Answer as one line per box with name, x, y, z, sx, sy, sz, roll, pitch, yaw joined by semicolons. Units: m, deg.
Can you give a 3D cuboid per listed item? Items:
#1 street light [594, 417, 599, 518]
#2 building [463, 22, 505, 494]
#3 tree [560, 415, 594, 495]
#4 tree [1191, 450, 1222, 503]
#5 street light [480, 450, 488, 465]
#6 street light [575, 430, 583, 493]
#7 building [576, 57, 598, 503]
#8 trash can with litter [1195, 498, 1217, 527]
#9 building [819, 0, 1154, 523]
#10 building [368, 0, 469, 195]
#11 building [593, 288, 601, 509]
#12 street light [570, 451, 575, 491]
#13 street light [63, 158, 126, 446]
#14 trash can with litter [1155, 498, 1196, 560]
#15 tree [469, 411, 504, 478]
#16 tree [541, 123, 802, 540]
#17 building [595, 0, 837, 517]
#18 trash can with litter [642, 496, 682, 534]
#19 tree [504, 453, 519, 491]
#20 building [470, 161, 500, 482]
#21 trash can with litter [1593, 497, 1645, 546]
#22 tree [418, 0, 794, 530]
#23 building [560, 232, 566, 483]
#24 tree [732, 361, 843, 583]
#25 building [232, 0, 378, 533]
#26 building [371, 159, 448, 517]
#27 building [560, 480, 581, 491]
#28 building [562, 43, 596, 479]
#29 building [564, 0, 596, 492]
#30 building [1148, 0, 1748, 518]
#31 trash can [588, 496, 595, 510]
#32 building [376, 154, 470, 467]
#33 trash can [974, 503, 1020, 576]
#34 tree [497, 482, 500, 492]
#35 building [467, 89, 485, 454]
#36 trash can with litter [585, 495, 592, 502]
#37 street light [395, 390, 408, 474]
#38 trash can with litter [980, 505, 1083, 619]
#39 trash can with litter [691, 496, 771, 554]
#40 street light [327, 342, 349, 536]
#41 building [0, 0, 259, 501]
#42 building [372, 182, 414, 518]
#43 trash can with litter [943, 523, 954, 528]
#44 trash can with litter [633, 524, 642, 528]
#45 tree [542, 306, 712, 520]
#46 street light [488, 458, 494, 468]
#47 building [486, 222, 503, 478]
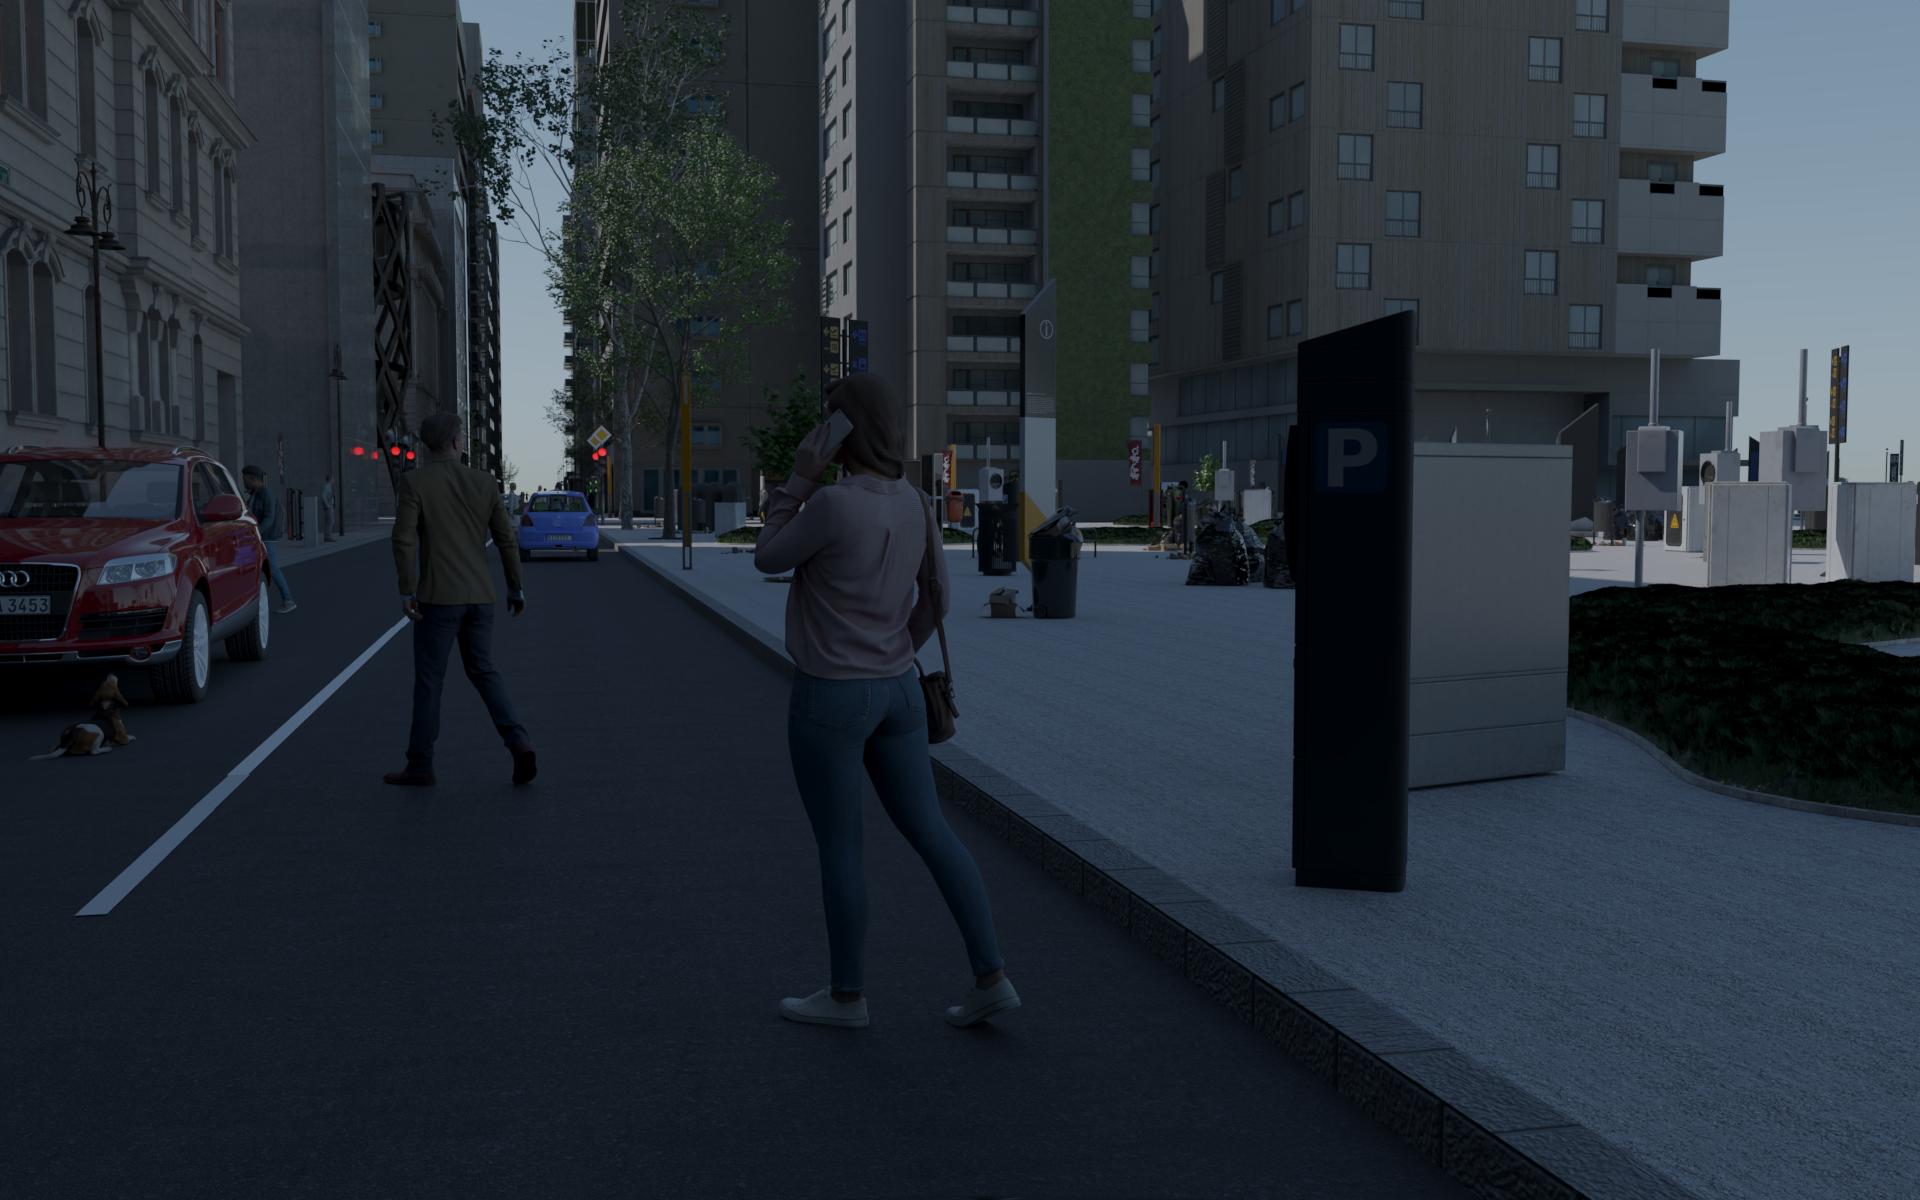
street light;-19.647;-7.393;93.658;0.468;5.910;1.993;-1;4;-14
building;-81.384;-50.674;266.769;20.563;71.187;20.611;-1;4;-14
tree;-33.952;-12.616;156.630;4.360;8.622;3.978;0;3;0
tree;10.995;-4.942;75.395;1.663;3.219;1.824;0;3;0
street light;-49.855;-12.714;180.653;0.468;5.910;1.993;-1;4;-14
street light;-26.686;-9.136;122.160;0.468;5.910;1.993;-1;4;-14
building;-29.631;-29.578;167.200;14.154;41.232;14.086;-1;4;-14
trash can with litter;7.318;-2.560;53.248;1.055;1.170;0.624;-1;4;-22
building;0.820;-24.662;86.820;14.086;41.232;14.154;-1;4;-14
building;-55.839;-32.597;156.670;21.300;48.544;21.600;-1;4;-14
building;-15.425;-18.120;141.307;27.650;21.520;28.899;-1;4;-14
street light;-33.462;-10.885;150.754;0.468;5.910;1.993;-1;4;-14
street light;-12.060;-3.149;24.278;0.468;5.910;1.993;-1;4;-14
trash can with litter;4.746;-1.438;34.572;1.678;1.210;2.233;1;4;20
tree;-41.781;-11.951;145.759;4.737;8.622;4.395;0;3;0
tree;-8.059;-7.515;48.618;9.928;11.665;9.643;0;3;0
building;-11.066;-29.516;106.296;21.300;48.544;21.600;-1;4;-14
trash can with litter;-8.909;-2.764;56.246;2.233;1.210;1.678;-2;4;-26
tree;-79.917;-21.678;304.797;4.737;8.622;4.395;0;3;0
building;-77.086;-38.068;242.026;23.786;49.044;30.456;-1;4;-14
trash can with litter;15.824;-1.976;43.364;1.678;1.210;2.233;-2;4;-35
tree;-12.105;-12.494;60.171;12.611;20.169;13.585;0;3;0
building;-50.504;-39.807;270.445;23.786;49.044;30.456;-1;4;-14
tree;-2.245;-1.880;25.336;1.663;3.219;1.824;0;3;0
building;-31.344;-14.792;59.873;19.932;24.808;12.078;-1;4;-14
building;-39.456;-16.306;108.402;13.314;21.916;24.055;-1;4;-14
building;-53.051;-37.101;298.478;32.217;40.220;23.993;-1;4;-14
building;-30.771;-34.867;189.679;23.786;49.044;30.456;-1;4;-14
building;-45.856;-49.322;244.672;20.563;71.187;20.611;-1;4;-14
building;26.821;-31.326;101.420;27.495;52.752;28.713;-1;4;-14
trash can;-28.535;-7.499;134.268;0.748;1.137;0.748;0;3;0
building;-43.576;-19.084;130.051;12.078;24.808;19.932;-1;4;-14
trash can;0.589;-0.957;27.296;0.748;1.137;0.748;0;3;0
tree;-60.412;-14.084;224.871;1.663;3.219;1.824;0;3;0
building;-61.882;-32.241;181.764;22.147;44.769;28.867;-1;4;-14
trash can with litter;-29.881;-7.801;138.933;0.624;1.170;1.055;0;4;1
street light;-24.708;-6.358;76.748;0.468;5.910;1.993;-1;4;-14
trash can with litter;0.736;-0.398;17.899;1.055;1.170;0.624;0;4;1
trash can with litter;-4.430;-1.643;37.917;2.233;1.210;1.678;-3;5;-42
street light;-18.874;-4.886;52.678;0.468;5.910;1.993;-1;4;-14
building;-22.565;-15.057;33.575;14.401;28.519;23.554;-1;4;-14
building;-34.889;-13.126;82.063;16.820;18.784;16.811;-1;4;-14
trash can with litter;-0.795;-2.780;56.513;1.678;1.210;2.233;-2;4;-29
trash can with litter;-11.817;-3.367;66.108;1.678;1.210;2.233;3;5;40
tree;-16.800;-9.299;86.457;8.767;10.594;7.601;-3;5;-43
street light;-57.153;-14.522;210.229;0.468;5.910;1.993;-1;4;-14
building;-87.495;-40.609;287.659;21.300;48.544;21.600;-1;4;-14
